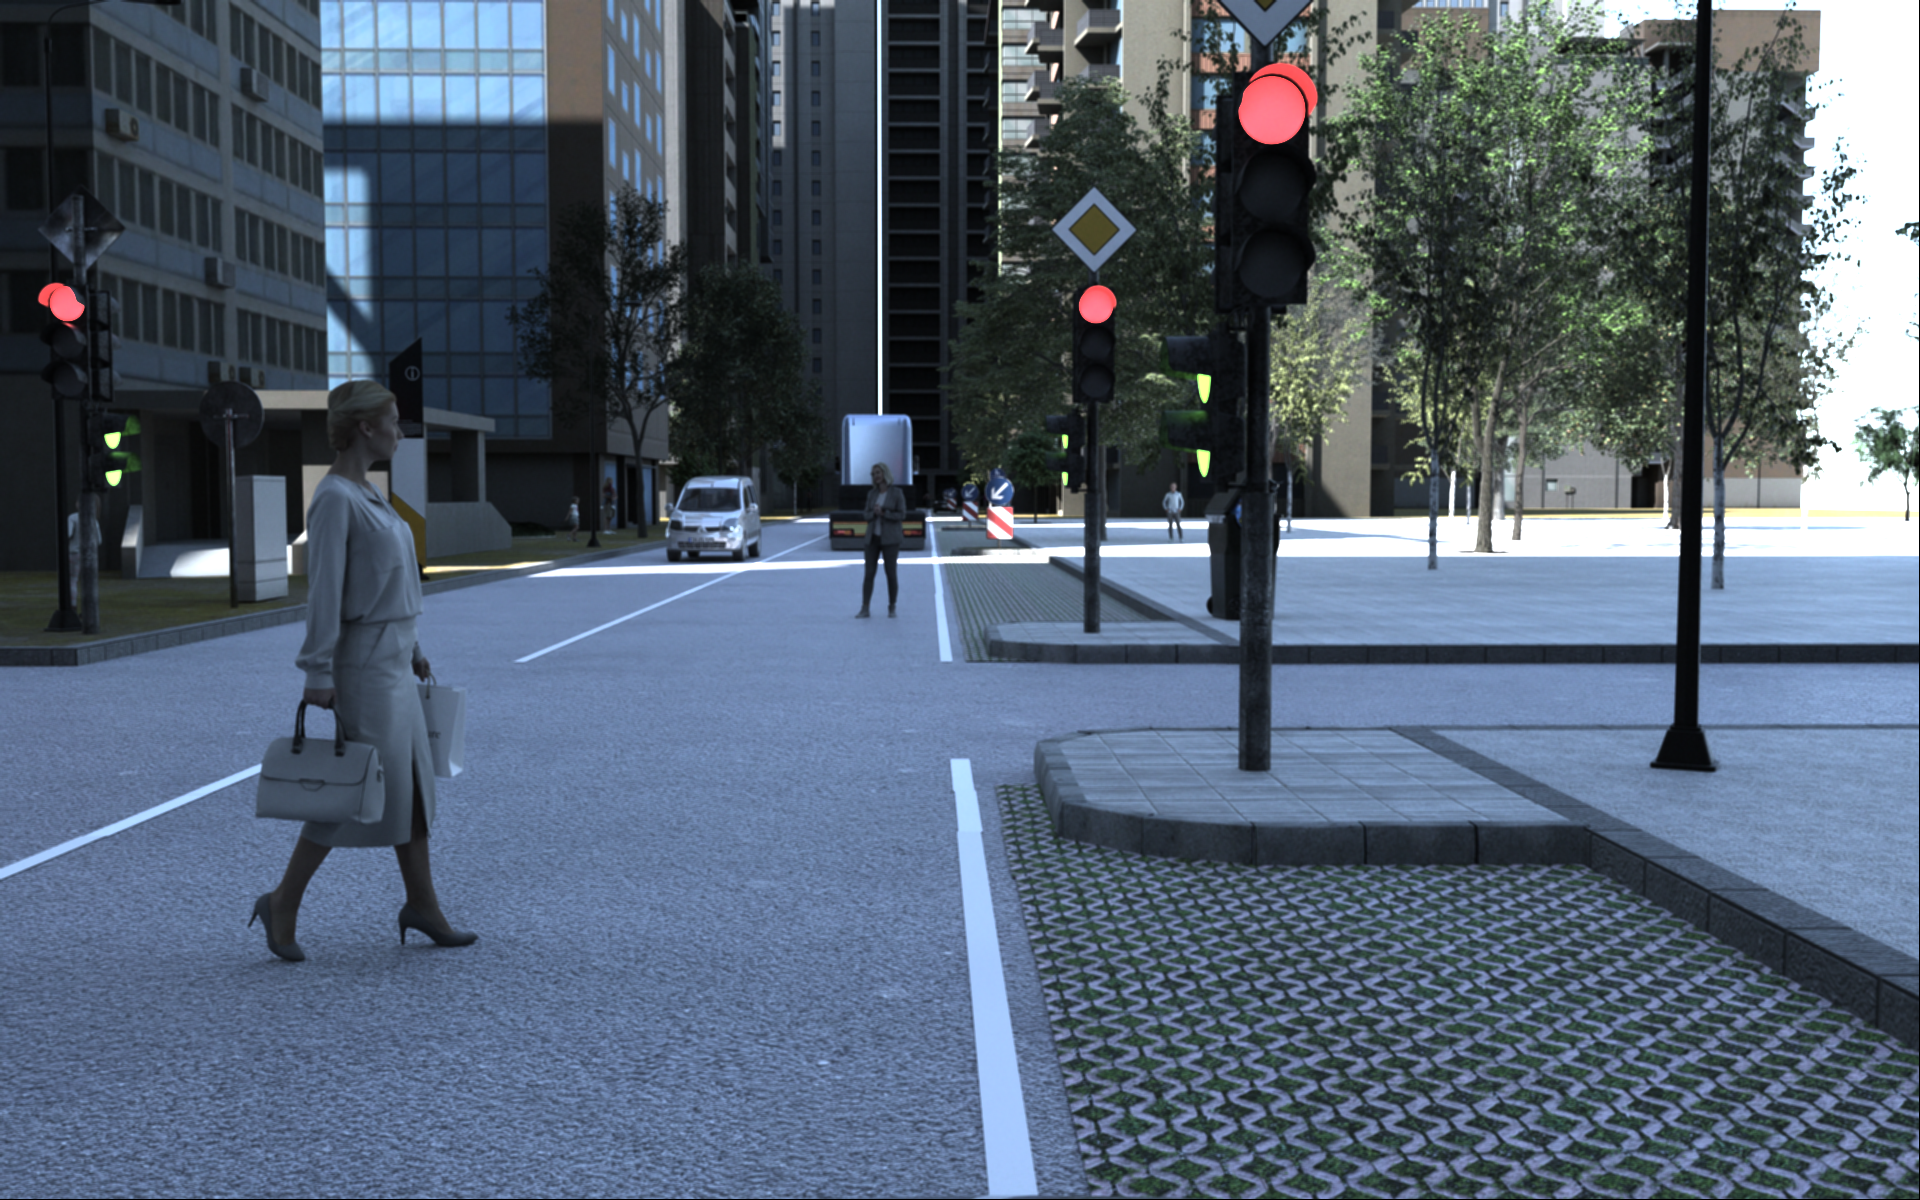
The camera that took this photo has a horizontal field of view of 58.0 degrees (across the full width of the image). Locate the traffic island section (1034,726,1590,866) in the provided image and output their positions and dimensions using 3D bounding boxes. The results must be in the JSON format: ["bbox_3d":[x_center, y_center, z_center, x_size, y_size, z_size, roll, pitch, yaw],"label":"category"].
[{"bbox_3d":[1.397,0.868,8.087,2.009,0.180,2.903,0,4,-1],"label":"traffic island section"}]

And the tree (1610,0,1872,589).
[{"bbox_3d":[10.150,-4.447,23.079,4.360,8.622,3.978,0,3,0],"label":"tree"}]

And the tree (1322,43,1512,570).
[{"bbox_3d":[8.294,-4.824,29.234,4.360,8.622,3.978,0,3,0],"label":"tree"}]

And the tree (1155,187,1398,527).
[{"bbox_3d":[11.999,-9.551,66.521,12.009,13.543,11.850,0,3,0],"label":"tree"}]

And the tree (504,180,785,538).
[{"bbox_3d":[-9.325,-7.124,50.882,8.767,10.594,7.601,0,4,-5],"label":"tree"}]

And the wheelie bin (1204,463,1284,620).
[{"bbox_3d":[2.933,-0.611,17.903,0.693,1.594,0.980,-1,4,-12],"label":"wheelie bin"}]

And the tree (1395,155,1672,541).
[{"bbox_3d":[15.573,-6.891,47.077,7.601,10.594,8.767,0,4,1],"label":"tree"}]

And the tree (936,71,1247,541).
[{"bbox_3d":[3.784,-7.923,47.674,7.486,12.596,7.792,0,3,0],"label":"tree"}]

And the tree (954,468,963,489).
[{"bbox_3d":[1.048,-11.295,168.387,4.285,4.588,4.351,0,3,0],"label":"tree"}]

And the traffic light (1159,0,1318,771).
[{"bbox_3d":[1.357,-1.165,7.972,0.839,4.253,0.868,0,4,-1],"label":"traffic light"}]

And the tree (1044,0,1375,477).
[{"bbox_3d":[3.541,-4.477,23.569,4.737,8.622,4.395,0,3,0],"label":"tree"}]

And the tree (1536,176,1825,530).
[{"bbox_3d":[25.605,-8.848,61.671,9.611,12.733,9.660,0,3,0],"label":"tree"}]

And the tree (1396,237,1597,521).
[{"bbox_3d":[25.775,-10.777,82.854,9.857,13.997,8.962,0,3,0],"label":"tree"}]

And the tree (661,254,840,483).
[{"bbox_3d":[-10.548,-10.153,83.012,9.611,12.733,9.660,0,3,0],"label":"tree"}]

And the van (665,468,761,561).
[{"bbox_3d":[-5.398,-1.907,38.184,2.013,2.044,4.112,0,4,0],"label":"van"}]

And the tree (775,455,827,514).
[{"bbox_3d":[-10.491,-8.016,114.773,4.285,4.588,4.351,0,3,0],"label":"tree"}]

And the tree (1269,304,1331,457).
[{"bbox_3d":[14.066,-10.082,82.973,7.486,12.596,7.792,0,3,0],"label":"tree"}]

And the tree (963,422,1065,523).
[{"bbox_3d":[3.245,-5.650,76.094,4.285,4.588,4.351,0,3,0],"label":"tree"}]

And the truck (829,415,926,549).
[{"bbox_3d":[-2.533,-3.857,52.823,2.967,4.110,18.799,0,4,-3],"label":"truck"}]

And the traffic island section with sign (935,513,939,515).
[{"bbox_3d":[-0.672,-6.678,117.807,1.989,1.847,2.006,0,4,-1],"label":"traffic island section with sign"}]

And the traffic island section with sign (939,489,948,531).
[{"bbox_3d":[0.273,-3.623,67.860,1.989,1.847,2.006,0,4,-1],"label":"traffic island section with sign"}]

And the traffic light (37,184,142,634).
[{"bbox_3d":[-7.954,-1.642,15.766,0.839,4.253,0.868,0,4,-1],"label":"traffic light"}]

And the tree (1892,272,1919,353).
[{"bbox_3d":[25.532,-6.370,38.564,8.767,10.594,7.601,2,4,23],"label":"tree"}]

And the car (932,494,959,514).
[{"bbox_3d":[-1.100,-7.220,127.838,2.009,1.686,4.222,0,3,0],"label":"car"}]

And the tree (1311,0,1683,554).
[{"bbox_3d":[11.286,-6.810,37.098,9.928,11.665,9.643,0,3,0],"label":"tree"}]

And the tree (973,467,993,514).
[{"bbox_3d":[1.772,-7.121,111.035,1.663,3.219,1.824,0,3,0],"label":"tree"}]

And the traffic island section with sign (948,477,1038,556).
[{"bbox_3d":[0.788,-1.959,40.665,1.989,1.847,2.006,0,4,-1],"label":"traffic island section with sign"}]

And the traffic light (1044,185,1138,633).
[{"bbox_3d":[1.205,-1.653,15.956,0.839,4.253,0.868,0,4,-1],"label":"traffic light"}]

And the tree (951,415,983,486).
[{"bbox_3d":[1.761,-9.442,104.735,4.737,8.622,4.395,0,3,0],"label":"tree"}]

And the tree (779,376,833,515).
[{"bbox_3d":[-9.859,-9.507,105.796,4.360,8.622,3.978,0,3,0],"label":"tree"}]

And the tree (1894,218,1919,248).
[{"bbox_3d":[19.210,-7.286,25.782,9.857,13.997,8.962,0,3,0],"label":"tree"}]

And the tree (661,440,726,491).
[{"bbox_3d":[-9.633,-4.115,61.879,1.663,3.219,1.824,0,3,0],"label":"tree"}]

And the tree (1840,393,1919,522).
[{"bbox_3d":[47.818,-6.762,73.472,20.602,7.101,11.467,3,5,40],"label":"tree"}]

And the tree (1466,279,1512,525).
[{"bbox_3d":[16.172,-6.525,57.047,4.737,8.622,4.395,0,3,0],"label":"tree"}]
